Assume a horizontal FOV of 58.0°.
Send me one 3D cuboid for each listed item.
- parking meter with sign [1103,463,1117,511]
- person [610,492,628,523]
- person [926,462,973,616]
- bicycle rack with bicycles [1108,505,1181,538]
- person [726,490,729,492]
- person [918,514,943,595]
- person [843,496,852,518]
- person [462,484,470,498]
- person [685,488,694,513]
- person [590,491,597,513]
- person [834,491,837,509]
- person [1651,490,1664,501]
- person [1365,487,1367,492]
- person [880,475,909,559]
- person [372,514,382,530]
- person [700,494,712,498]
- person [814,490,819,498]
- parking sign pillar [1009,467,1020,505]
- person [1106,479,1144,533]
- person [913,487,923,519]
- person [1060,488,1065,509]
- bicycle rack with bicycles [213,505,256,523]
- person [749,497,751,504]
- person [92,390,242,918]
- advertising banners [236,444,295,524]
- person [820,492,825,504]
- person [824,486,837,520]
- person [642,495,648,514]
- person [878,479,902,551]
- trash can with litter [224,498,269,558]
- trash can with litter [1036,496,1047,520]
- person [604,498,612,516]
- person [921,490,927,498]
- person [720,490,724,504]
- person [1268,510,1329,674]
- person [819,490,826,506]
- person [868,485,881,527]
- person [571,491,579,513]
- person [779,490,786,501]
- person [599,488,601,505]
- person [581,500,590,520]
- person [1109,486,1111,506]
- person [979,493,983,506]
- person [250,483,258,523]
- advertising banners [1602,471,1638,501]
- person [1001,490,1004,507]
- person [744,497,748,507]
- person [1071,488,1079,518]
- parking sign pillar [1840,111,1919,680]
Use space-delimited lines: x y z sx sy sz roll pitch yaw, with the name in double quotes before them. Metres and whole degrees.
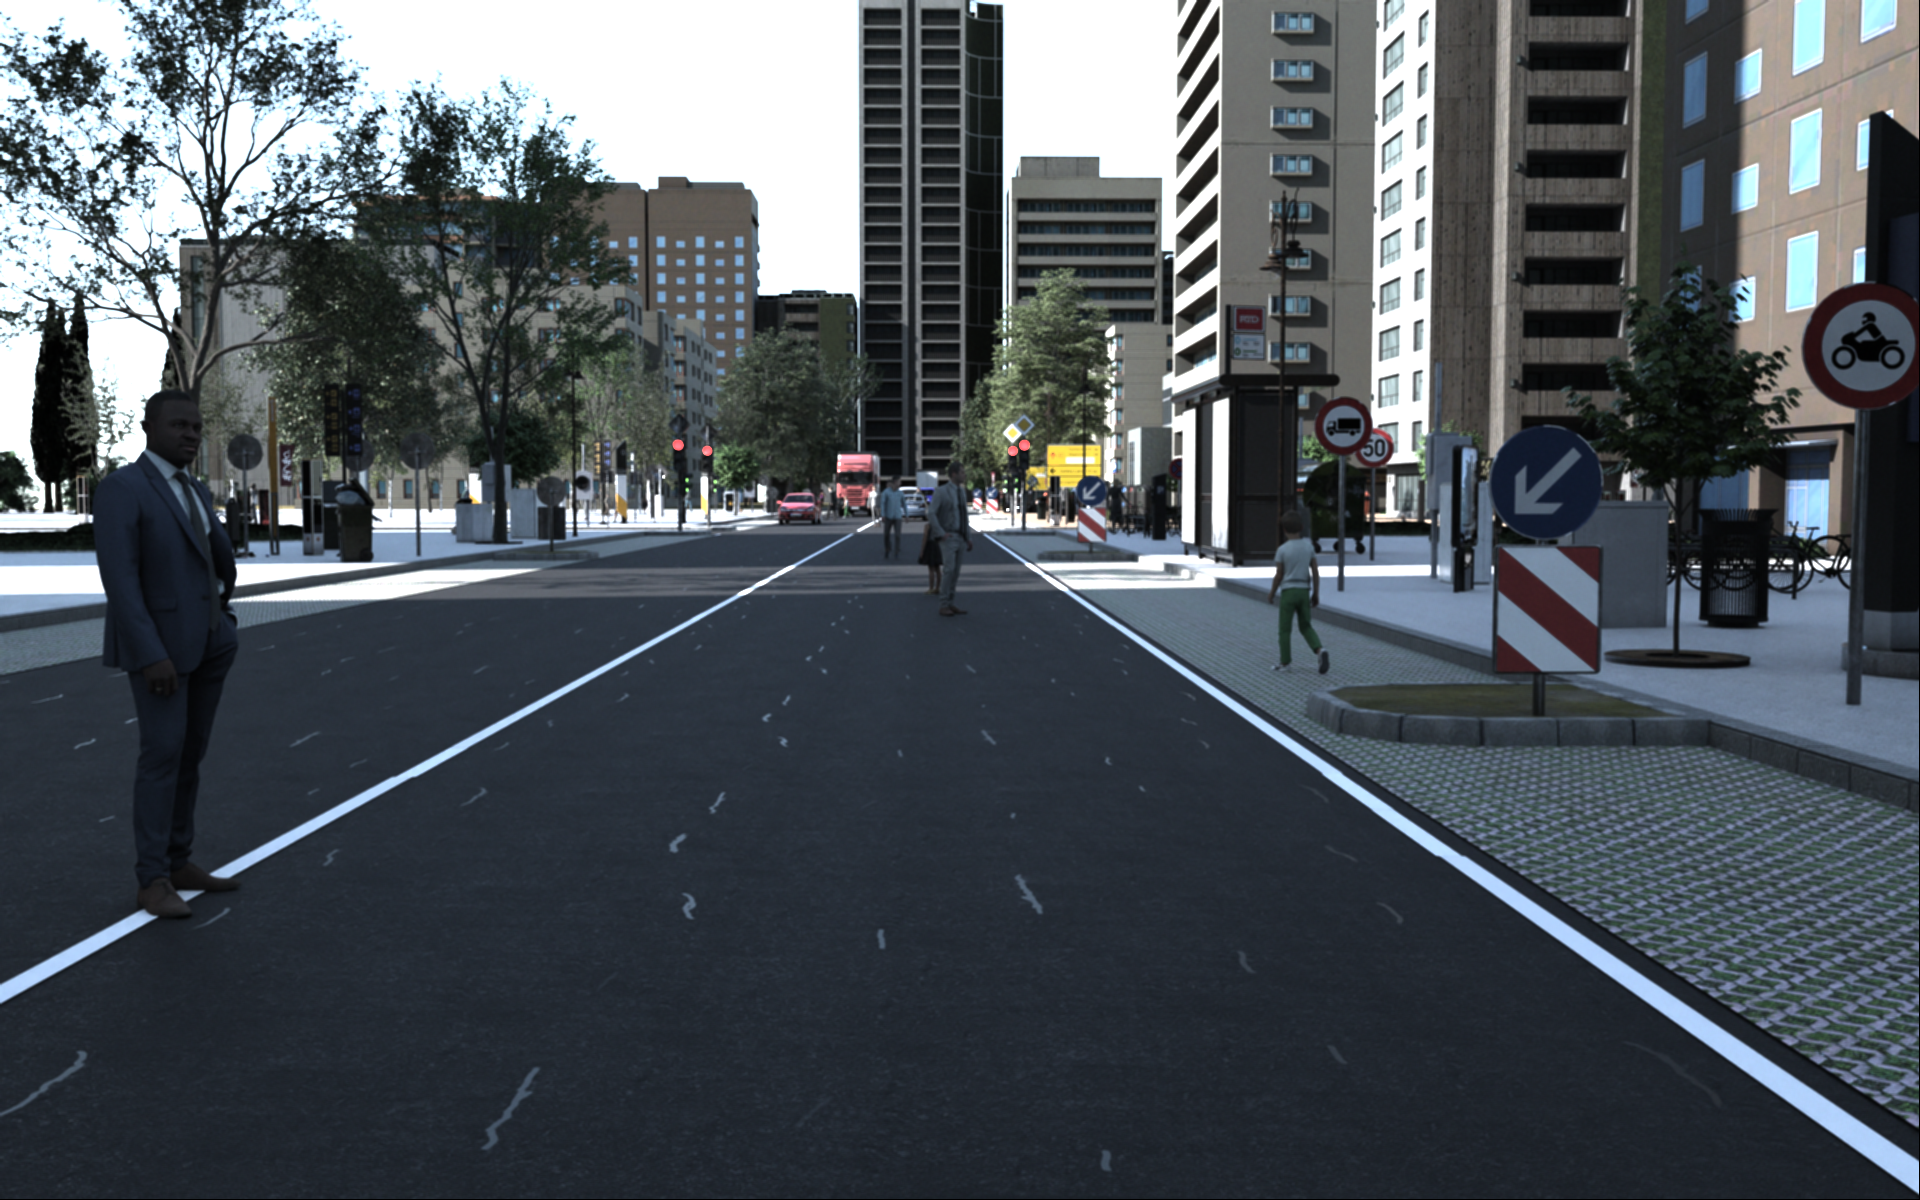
"parking meter with sign" 7.949 -6.151 96.832 1.738 3.016 0.543 -3 4 -37
"person" -15.196 -4.304 77.166 0.760 1.731 0.466 -1 4 -16
"person" -0.101 -0.737 20.657 0.391 1.810 0.635 2 4 29
"bicycle rack with bicycles" 5.990 -2.580 55.558 2.925 0.926 2.852 -2 4 -30
"person" -22.037 -9.736 165.102 0.599 1.838 0.709 -1 4 -21
"person" -0.424 -0.703 24.661 0.373 1.253 0.362 3 5 42
"person" -6.838 -5.650 105.125 0.590 1.304 0.306 -1 4 -12
"person" -22.932 -4.558 80.917 0.623 1.781 0.721 -2 4 -25
"person" -18.619 -6.889 118.656 0.713 1.824 0.794 -3 5 -43
"person" -25.292 -6.916 119.312 0.606 1.804 0.583 -2 4 -35
"person" -12.010 -9.681 167.580 0.721 1.735 1.217 2 4 24
"person" 23.287 -3.155 58.018 0.834 1.777 0.661 2 4 35
"person" 18.995 -4.628 81.725 0.555 1.821 0.388 -2 4 -26
"person" -1.449 -1.828 38.243 0.638 1.841 0.748 0 4 -5
"person" -21.697 -3.009 63.190 1.012 1.151 0.738 1 4 17
"person" -25.990 -10.512 177.899 1.348 1.826 0.705 0 4 -7
"person" -17.740 -12.639 213.414 0.721 1.735 1.217 2 4 24
"parking sign pillar" 3.863 -8.266 123.624 1.447 3.967 1.447 -1 4 -17
"person" 5.520 -3.167 58.037 0.699 1.804 1.509 -3 5 -42
"person" -2.357 -5.488 98.325 0.767 1.812 0.694 2 4 29
"person" 6.462 -6.286 109.004 0.709 1.800 0.728 -1 4 -21
"bicycle rack with bicycles" -24.552 -2.681 57.220 2.852 0.926 2.925 -3 4 -38
"person" -26.200 -12.916 218.013 0.742 1.727 0.445 -3 5 -40
"person" -2.806 0.156 6.137 0.419 1.800 0.721 0 4 1
"advertising banners" -24.153 -3.915 60.197 2.074 3.025 0.090 -3 4 -36
"person" -17.518 -13.116 220.488 0.705 1.824 1.348 2 4 35
"person" -7.095 -5.296 94.873 0.755 1.850 0.659 2 4 31
"person" -20.012 -6.068 109.917 0.362 1.253 0.373 0 4 6
"person" -1.734 -2.137 43.641 0.606 1.804 0.583 -1 4 -16
"trash can with litter" -14.865 -1.462 34.959 1.678 1.210 2.233 -1 4 -13
"trash can with litter" 4.023 -4.619 86.912 0.624 1.170 1.055 0 4 -7
"person" -20.225 -5.457 99.539 0.640 1.303 0.475 1 4 19
"person" -3.973 -10.295 176.839 1.348 1.821 0.705 1 4 14
"person" -29.414 -12.740 214.348 0.705 1.824 1.348 0 4 4
"person" 2.700 -0.064 13.795 0.306 1.304 0.590 -2 4 -31
"person" -14.518 -10.773 182.860 0.721 1.739 1.217 -3 4 -37
"person" -3.690 -4.116 75.920 0.709 1.813 0.853 0 4 -3
"person" -25.939 -6.778 116.820 0.622 1.834 0.822 0 4 -5
"person" -21.251 -12.333 207.713 1.348 1.821 0.705 3 5 43
"person" -28.697 -8.123 139.029 0.592 1.802 0.473 -1 4 -16
"person" -18.420 -4.804 84.791 0.606 1.804 0.583 2 4 25
"person" 10.358 -6.878 118.672 0.473 1.802 0.592 1 4 19
"person" 2.401 -11.384 192.703 0.617 1.759 0.750 -1 4 -20
"person" -26.483 -3.437 64.798 0.850 1.850 0.679 -2 4 -33
"advertising banners" 27.154 -4.588 71.198 2.074 3.025 0.090 -1 4 -22
"person" 4.232 -10.177 173.153 1.217 1.743 0.721 -1 4 -14
"person" -21.302 -10.162 172.899 0.721 1.736 1.217 1 4 15
"person" 6.313 -5.402 94.554 0.721 1.800 0.419 2 4 30
"parking sign pillar" 7.124 -1.457 12.300 1.447 3.967 1.447 0 4 -8
